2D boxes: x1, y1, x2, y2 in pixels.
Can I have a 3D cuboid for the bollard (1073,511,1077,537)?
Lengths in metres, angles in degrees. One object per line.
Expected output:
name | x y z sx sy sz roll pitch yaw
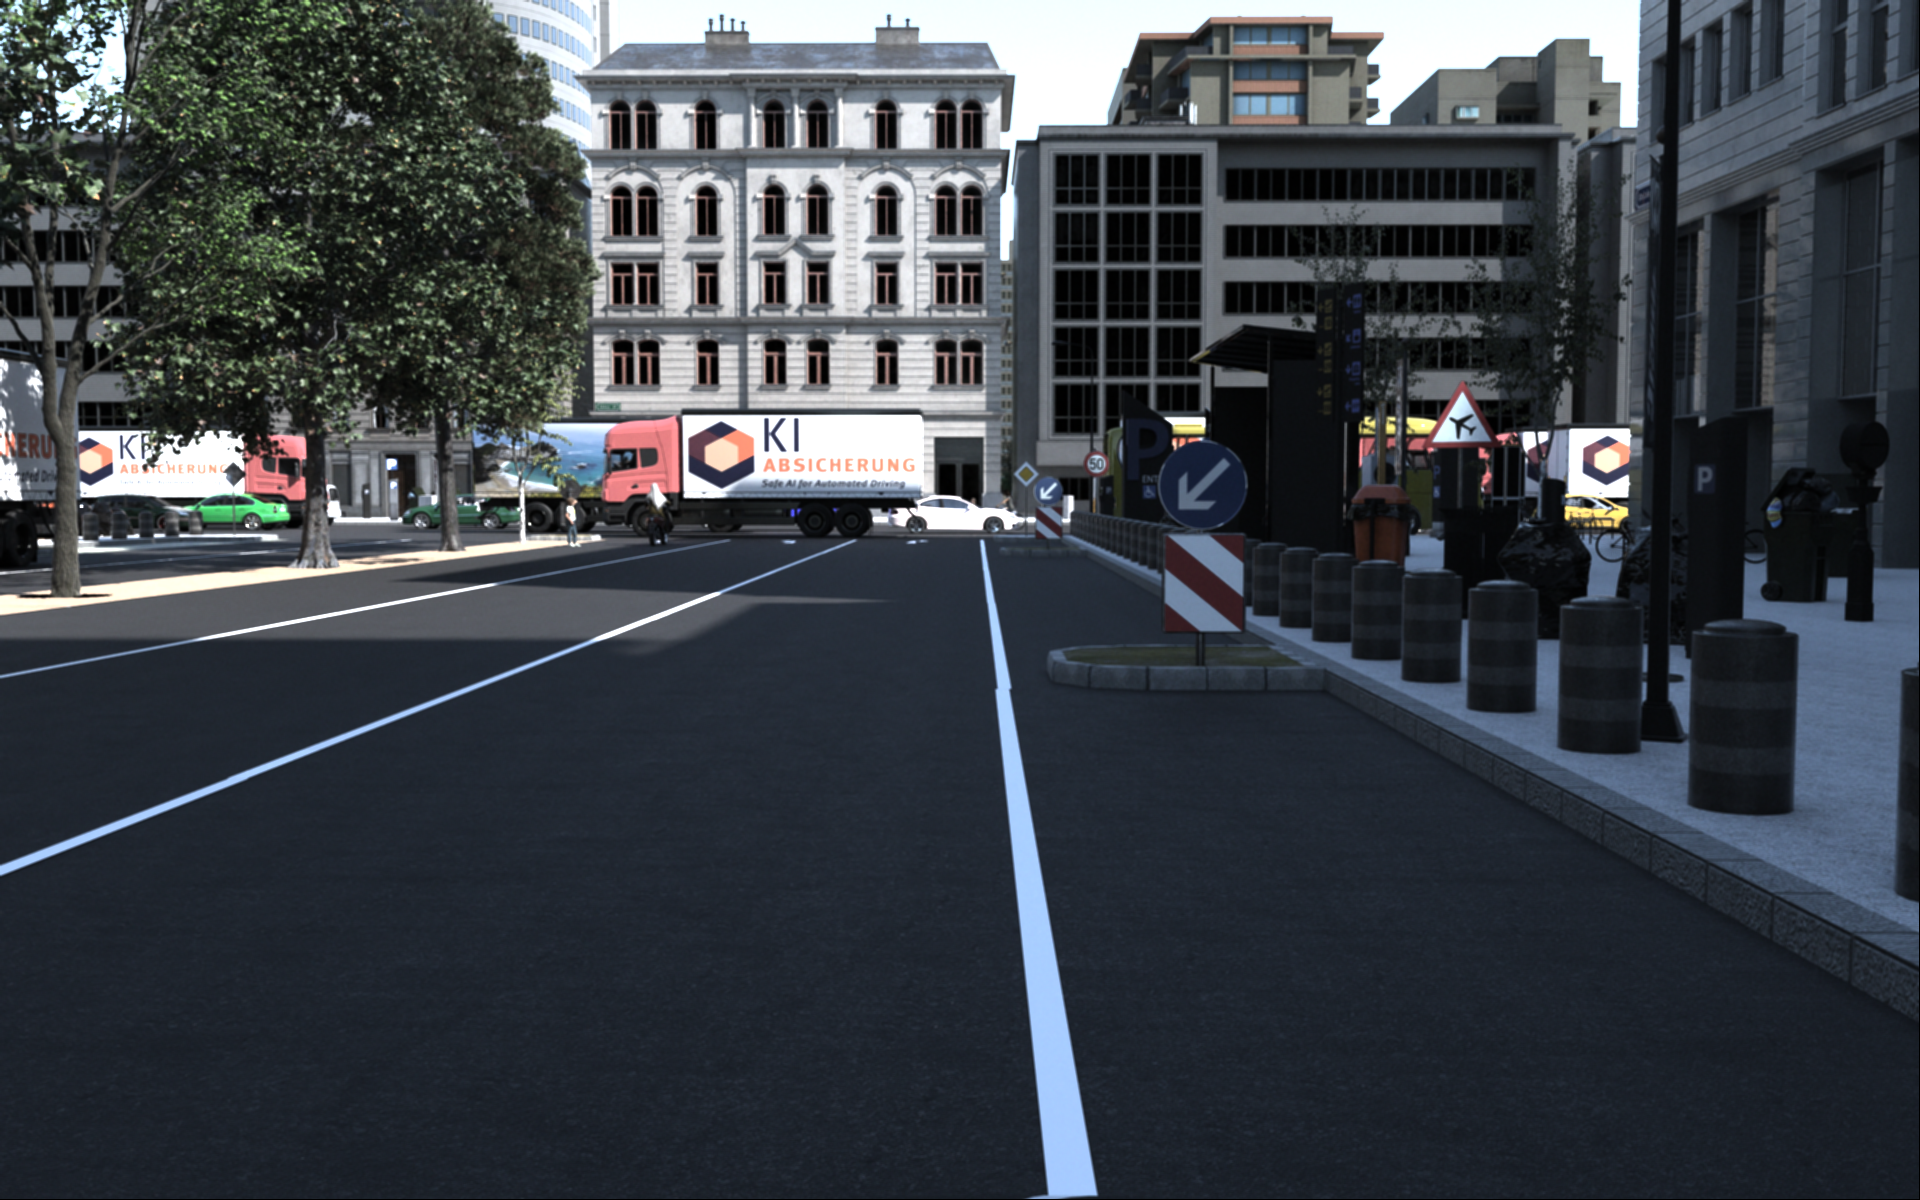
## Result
bollard | 3.586 -2.190 50.522 0.404 0.777 0.398 0 3 0

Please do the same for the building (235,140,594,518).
building | -30.048 -15.175 97.258 18.267 20.994 9.793 0 4 0

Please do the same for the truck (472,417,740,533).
truck | -12.229 -4.623 64.495 11.283 4.237 2.839 0 4 -1

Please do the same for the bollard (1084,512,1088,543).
bollard | 3.543 -1.895 45.701 0.404 0.777 0.398 0 3 0

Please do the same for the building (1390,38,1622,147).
building | 59.806 -34.613 189.624 21.600 48.544 21.300 0 4 0

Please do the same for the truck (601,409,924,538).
truck | -6.866 -4.226 58.003 11.283 4.237 2.839 0 4 0

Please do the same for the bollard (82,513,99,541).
bollard | -23.861 -2.006 47.522 0.404 0.777 0.398 0 3 0

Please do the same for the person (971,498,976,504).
person | 0.555 -3.926 77.358 0.373 1.253 0.362 3 5 40

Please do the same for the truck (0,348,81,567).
truck | -19.446 -2.547 30.551 2.839 4.237 11.283 0 4 -1

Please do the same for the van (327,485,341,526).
van | -30.178 -4.349 78.124 4.112 2.044 2.013 0 4 -1

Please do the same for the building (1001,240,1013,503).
building | 10.132 -35.195 267.321 23.993 40.220 32.217 0 4 0

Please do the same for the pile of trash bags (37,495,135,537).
pile of trash bags | -26.511 -2.585 52.019 1.912 1.369 3.447 0 4 6

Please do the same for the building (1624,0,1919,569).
building | 21.374 -15.213 26.227 11.434 29.767 29.804 0 4 0

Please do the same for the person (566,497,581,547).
person | -10.561 -2.132 47.262 0.340 1.345 0.435 0 4 -2

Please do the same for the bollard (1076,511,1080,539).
bollard | 3.572 -2.092 48.919 0.404 0.777 0.398 0 3 0

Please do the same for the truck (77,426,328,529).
truck | -31.705 -5.103 72.348 11.283 4.237 2.839 0 4 1

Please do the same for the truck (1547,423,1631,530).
truck | 29.687 -4.957 69.963 11.283 4.237 2.839 0 4 0

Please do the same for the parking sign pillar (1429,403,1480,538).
parking sign pillar | 14.665 -3.839 51.240 1.447 3.967 1.447 -1 4 -18

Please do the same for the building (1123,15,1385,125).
building | 26.940 -31.175 164.335 22.147 44.769 28.867 0 4 0

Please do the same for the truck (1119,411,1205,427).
truck | 11.193 -4.328 59.675 11.283 4.237 2.839 0 4 1

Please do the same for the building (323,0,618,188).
building | -44.719 -37.799 160.009 21.231 58.520 28.212 0 4 0

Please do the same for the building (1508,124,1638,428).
building | 48.888 -17.116 98.921 30.058 24.678 14.314 0 4 0

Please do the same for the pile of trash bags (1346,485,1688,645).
pile of trash bags | 5.284 -0.390 16.124 3.447 1.369 1.912 2 4 31

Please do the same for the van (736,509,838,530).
van | -7.218 -3.881 67.842 5.245 2.365 2.240 0 4 1

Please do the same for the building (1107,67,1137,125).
building | 27.426 -34.600 189.404 21.300 48.544 21.600 0 4 0

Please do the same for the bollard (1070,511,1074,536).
bollard | 3.600 -2.288 52.124 0.404 0.777 0.398 0 3 0

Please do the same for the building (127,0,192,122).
building | -75.818 -45.982 190.061 20.611 71.187 20.563 0 4 0

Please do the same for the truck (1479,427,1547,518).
truck | 25.619 -5.157 73.237 11.283 4.237 2.839 0 4 0

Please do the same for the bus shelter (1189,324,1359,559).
bus shelter | 4.814 -2.191 27.108 1.731 3.624 6.357 0 4 1

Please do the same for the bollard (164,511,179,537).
bollard | -23.820 -2.301 52.344 0.404 0.777 0.398 0 3 0

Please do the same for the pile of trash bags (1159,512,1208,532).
pile of trash bags | 5.390 -1.578 35.552 1.912 1.369 3.447 -1 4 -20

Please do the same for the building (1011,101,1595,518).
building | 18.043 -17.083 98.379 30.058 24.678 14.314 0 4 0

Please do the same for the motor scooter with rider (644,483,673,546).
motor scooter with rider | -8.429 -2.419 48.515 0.876 1.779 1.986 0 4 2

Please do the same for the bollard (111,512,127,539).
bollard | -23.851 -2.104 49.124 0.404 0.777 0.398 0 3 0

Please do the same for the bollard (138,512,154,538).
bollard | -23.835 -2.202 50.726 0.404 0.777 0.398 0 3 0

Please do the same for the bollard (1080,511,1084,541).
bollard | 3.556 -1.994 47.314 0.404 0.777 0.398 0 3 0

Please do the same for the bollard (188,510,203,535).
bollard | -23.807 -2.399 53.948 0.404 0.777 0.398 0 3 0

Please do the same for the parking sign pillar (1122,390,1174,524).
parking sign pillar | 4.872 -3.449 44.865 1.447 3.967 1.447 0 4 -3

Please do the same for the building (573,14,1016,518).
building | -8.754 -19.082 99.383 23.554 28.519 14.401 0 4 0

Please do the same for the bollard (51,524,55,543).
bollard | -23.875 -1.907 45.901 0.404 0.777 0.398 0 3 0

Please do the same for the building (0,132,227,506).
building | -55.182 -17.204 100.348 30.058 24.678 14.314 0 4 0
